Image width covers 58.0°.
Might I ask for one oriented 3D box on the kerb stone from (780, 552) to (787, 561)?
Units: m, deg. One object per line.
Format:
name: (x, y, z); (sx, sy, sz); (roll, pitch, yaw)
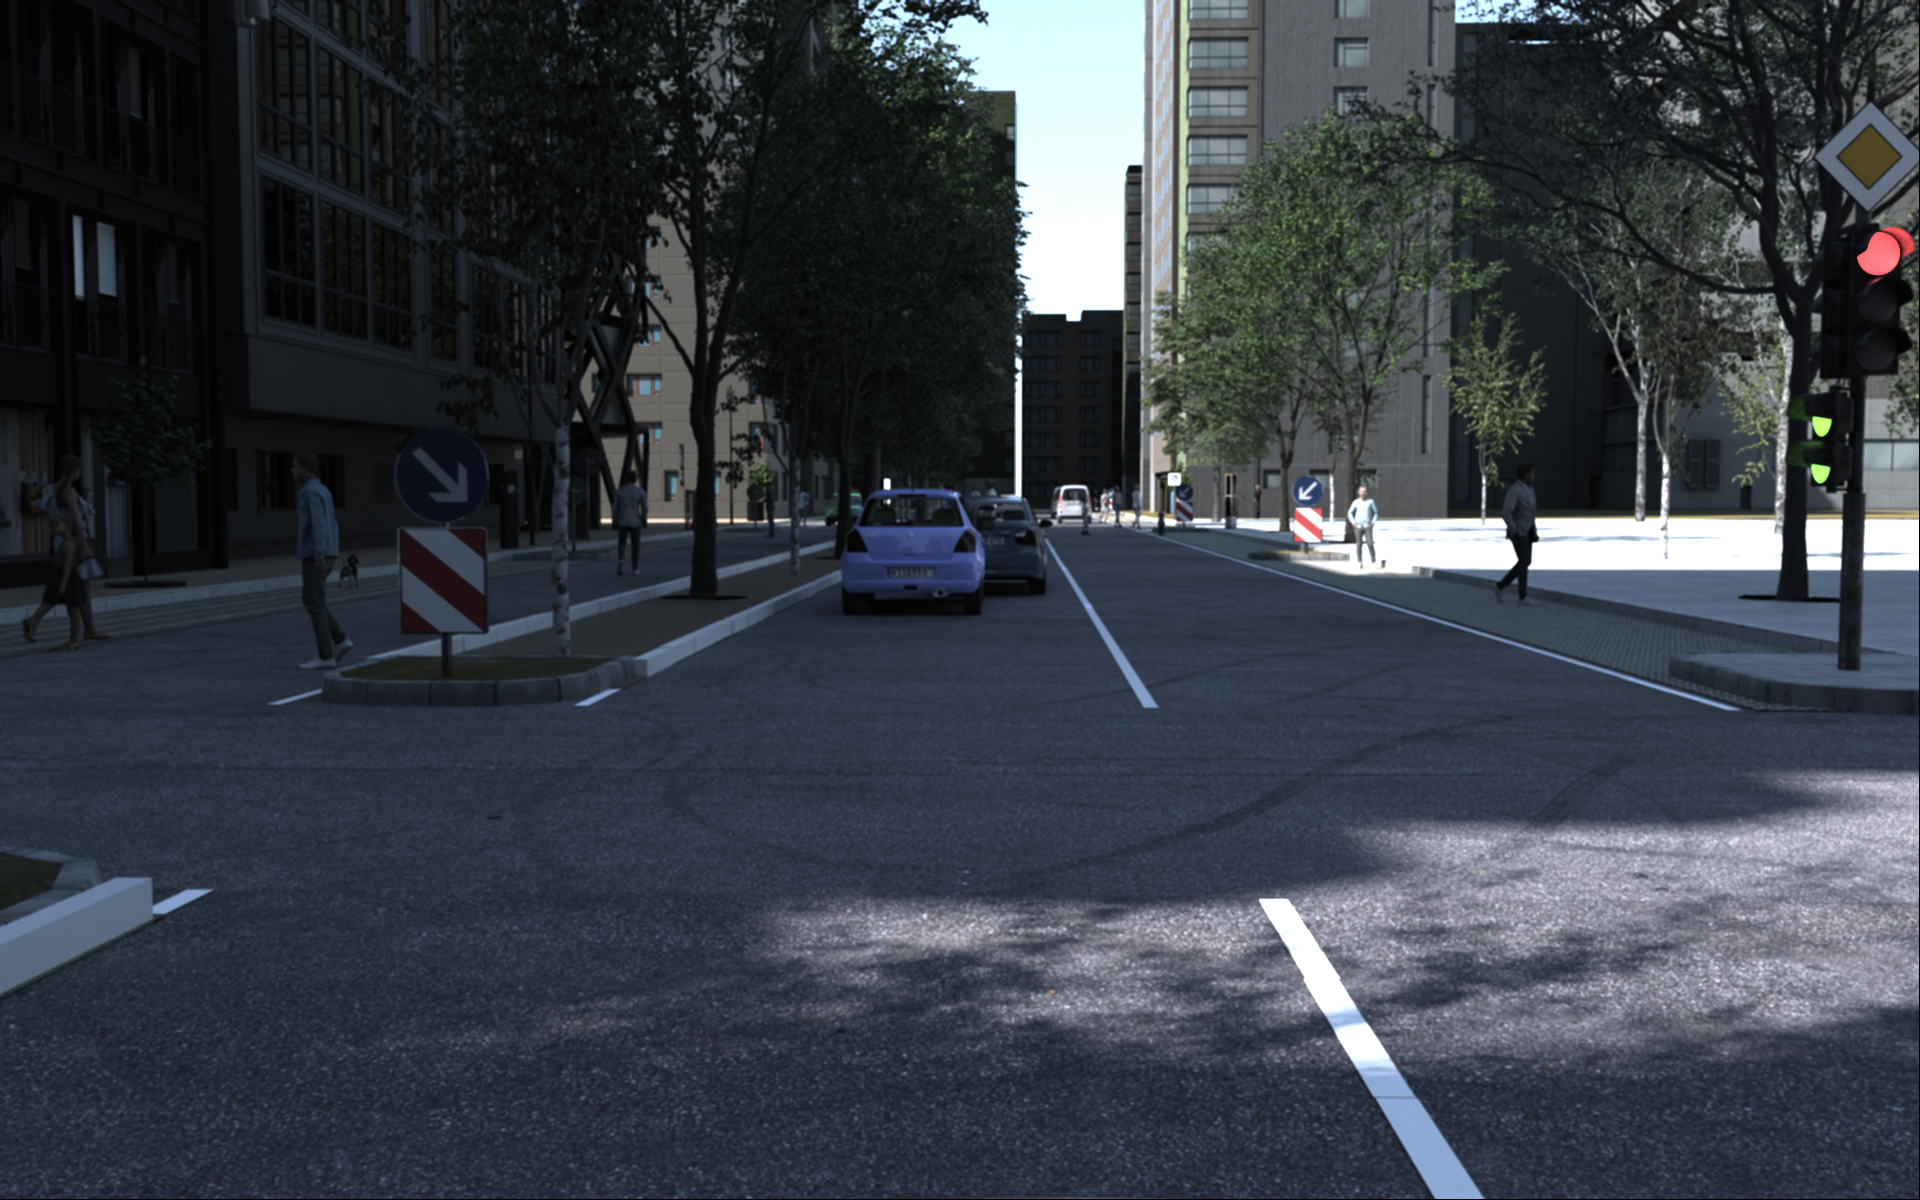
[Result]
kerb stone: (-3.848, -0.883, 36.631); (0.120, 0.150, 1.000); (0, 4, 2)

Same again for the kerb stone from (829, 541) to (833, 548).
kerb stone: (-3.535, -1.444, 45.858); (0.120, 0.150, 1.000); (0, 4, 2)

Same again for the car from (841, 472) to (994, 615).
car: (-0.541, -0.754, 21.914); (1.945, 1.707, 3.694); (0, 4, 1)

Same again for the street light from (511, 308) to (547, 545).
street light: (-10.728, -4.310, 43.263); (0.468, 5.910, 1.993); (0, 4, 2)

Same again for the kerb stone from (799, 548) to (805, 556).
kerb stone: (-3.741, -1.071, 39.700); (0.120, 0.150, 1.000); (0, 4, 2)

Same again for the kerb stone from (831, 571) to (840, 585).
kerb stone: (-2.044, -0.315, 27.339); (0.120, 0.150, 1.000); (0, 4, 2)

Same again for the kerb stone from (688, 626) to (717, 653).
kerb stone: (-2.420, 0.376, 16.046); (0.120, 0.150, 1.000); (0, 4, 2)

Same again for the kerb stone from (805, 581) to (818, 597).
kerb stone: (-2.143, -0.125, 24.255); (0.120, 0.150, 1.000); (0, 4, 2)

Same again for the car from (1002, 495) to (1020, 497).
car: (3.139, -5.936, 109.415); (2.083, 1.381, 4.827); (0, 3, 0)

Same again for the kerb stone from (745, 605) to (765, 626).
kerb stone: (-2.312, 0.188, 19.120); (0.120, 0.150, 1.000); (0, 4, 2)

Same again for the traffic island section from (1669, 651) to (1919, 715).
traffic island section: (6.521, 0.588, 12.661); (2.009, 0.180, 2.903); (0, 4, 2)

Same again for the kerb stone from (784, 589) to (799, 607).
kerb stone: (-2.214, 0.000, 22.204); (0.120, 0.150, 1.000); (0, 4, 2)

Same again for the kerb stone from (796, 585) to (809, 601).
kerb stone: (-2.183, -0.063, 23.229); (0.120, 0.150, 1.000); (0, 4, 2)

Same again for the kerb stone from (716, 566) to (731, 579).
kerb stone: (-4.079, -0.444, 29.455); (0.120, 0.150, 1.000); (0, 4, 2)

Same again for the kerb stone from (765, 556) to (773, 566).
kerb stone: (-3.909, -0.754, 34.575); (0.120, 0.150, 1.000); (0, 4, 2)

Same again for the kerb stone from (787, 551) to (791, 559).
kerb stone: (-3.815, -0.942, 37.655); (0.120, 0.150, 1.000); (0, 4, 2)

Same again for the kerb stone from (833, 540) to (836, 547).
kerb stone: (-3.494, -1.508, 46.879); (0.120, 0.150, 1.000); (0, 4, 2)

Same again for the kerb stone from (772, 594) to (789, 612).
kerb stone: (-2.250, 0.062, 21.182); (0.120, 0.150, 1.000); (0, 4, 2)

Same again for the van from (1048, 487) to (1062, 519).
van: (6.146, -5.768, 101.314); (2.013, 2.044, 4.112); (0, 4, 3)

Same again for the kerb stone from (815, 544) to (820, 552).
kerb stone: (-3.626, -1.256, 42.770); (0.120, 0.150, 1.000); (0, 4, 2)

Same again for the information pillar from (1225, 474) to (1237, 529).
information pillar: (9.970, -3.621, 63.694); (0.304, 2.012, 0.304); (-3, 4, -38)

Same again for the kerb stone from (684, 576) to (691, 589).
kerb stone: (-4.184, -0.257, 26.390); (0.120, 0.150, 1.000); (0, 4, 2)

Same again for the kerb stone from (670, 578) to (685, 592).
kerb stone: (-4.216, -0.190, 25.369); (0.120, 0.150, 1.000); (0, 4, 2)

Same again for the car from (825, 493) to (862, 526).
car: (-5.160, -4.304, 79.167); (1.959, 1.807, 4.718); (0, 4, 0)

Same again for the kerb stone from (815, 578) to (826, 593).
kerb stone: (-2.114, -0.182, 25.281); (0.120, 0.150, 1.000); (0, 4, 2)

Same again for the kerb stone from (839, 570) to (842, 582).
kerb stone: (-2.013, -0.377, 28.366); (0.120, 0.150, 1.000); (0, 4, 2)

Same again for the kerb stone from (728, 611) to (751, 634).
kerb stone: (-2.351, 0.251, 18.094); (0.120, 0.150, 1.000); (0, 4, 2)

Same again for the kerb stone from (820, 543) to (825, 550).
kerb stone: (-3.599, -1.320, 43.802); (0.120, 0.150, 1.000); (0, 4, 2)

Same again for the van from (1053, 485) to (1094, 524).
van: (5.569, -4.740, 84.514); (2.013, 2.044, 4.112); (0, 4, 3)

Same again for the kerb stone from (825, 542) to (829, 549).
kerb stone: (-3.572, -1.382, 44.831); (0.120, 0.150, 1.000); (0, 4, 2)

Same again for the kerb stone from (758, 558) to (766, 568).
kerb stone: (-3.942, -0.686, 33.554); (0.120, 0.150, 1.000); (0, 4, 2)

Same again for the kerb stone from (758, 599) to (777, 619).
kerb stone: (-2.284, 0.125, 20.147); (0.120, 0.150, 1.000); (0, 4, 2)

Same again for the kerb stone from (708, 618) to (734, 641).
kerb stone: (-2.393, 0.313, 17.073); (0.120, 0.150, 1.000); (0, 4, 2)

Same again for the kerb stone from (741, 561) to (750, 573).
kerb stone: (-4.007, -0.569, 31.499); (0.120, 0.150, 1.000); (0, 4, 2)

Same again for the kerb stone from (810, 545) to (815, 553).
kerb stone: (-3.664, -1.196, 41.748); (0.120, 0.150, 1.000); (0, 4, 2)

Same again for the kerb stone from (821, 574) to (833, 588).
kerb stone: (-2.085, -0.252, 26.310); (0.120, 0.150, 1.000); (0, 4, 2)

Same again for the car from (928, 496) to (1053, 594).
car: (0.406, -0.863, 26.119); (2.014, 1.417, 4.499); (0, 4, 1)

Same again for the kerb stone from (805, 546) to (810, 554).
kerb stone: (-3.702, -1.133, 40.726); (0.120, 0.150, 1.000); (0, 4, 2)

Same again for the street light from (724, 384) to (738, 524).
street light: (-9.667, -6.138, 73.146); (0.468, 5.910, 1.993); (0, 4, 2)

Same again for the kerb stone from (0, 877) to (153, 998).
kerb stone: (-2.778, 1.034, 5.298); (0.120, 0.150, 1.000); (0, 4, 2)

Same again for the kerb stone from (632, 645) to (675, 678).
kerb stone: (-2.481, 0.506, 14.002); (0.120, 0.150, 1.000); (0, 4, 2)

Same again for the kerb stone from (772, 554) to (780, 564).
kerb stone: (-3.874, -0.820, 35.609); (0.120, 0.150, 1.000); (0, 4, 2)

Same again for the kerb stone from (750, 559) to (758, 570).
kerb stone: (-3.979, -0.631, 32.520); (0.120, 0.150, 1.000); (0, 4, 2)

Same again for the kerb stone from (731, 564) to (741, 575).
kerb stone: (-4.046, -0.507, 30.477); (0.120, 0.150, 1.000); (0, 4, 2)

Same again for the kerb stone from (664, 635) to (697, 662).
kerb stone: (-2.453, 0.439, 15.024); (0.120, 0.150, 1.000); (0, 4, 2)
